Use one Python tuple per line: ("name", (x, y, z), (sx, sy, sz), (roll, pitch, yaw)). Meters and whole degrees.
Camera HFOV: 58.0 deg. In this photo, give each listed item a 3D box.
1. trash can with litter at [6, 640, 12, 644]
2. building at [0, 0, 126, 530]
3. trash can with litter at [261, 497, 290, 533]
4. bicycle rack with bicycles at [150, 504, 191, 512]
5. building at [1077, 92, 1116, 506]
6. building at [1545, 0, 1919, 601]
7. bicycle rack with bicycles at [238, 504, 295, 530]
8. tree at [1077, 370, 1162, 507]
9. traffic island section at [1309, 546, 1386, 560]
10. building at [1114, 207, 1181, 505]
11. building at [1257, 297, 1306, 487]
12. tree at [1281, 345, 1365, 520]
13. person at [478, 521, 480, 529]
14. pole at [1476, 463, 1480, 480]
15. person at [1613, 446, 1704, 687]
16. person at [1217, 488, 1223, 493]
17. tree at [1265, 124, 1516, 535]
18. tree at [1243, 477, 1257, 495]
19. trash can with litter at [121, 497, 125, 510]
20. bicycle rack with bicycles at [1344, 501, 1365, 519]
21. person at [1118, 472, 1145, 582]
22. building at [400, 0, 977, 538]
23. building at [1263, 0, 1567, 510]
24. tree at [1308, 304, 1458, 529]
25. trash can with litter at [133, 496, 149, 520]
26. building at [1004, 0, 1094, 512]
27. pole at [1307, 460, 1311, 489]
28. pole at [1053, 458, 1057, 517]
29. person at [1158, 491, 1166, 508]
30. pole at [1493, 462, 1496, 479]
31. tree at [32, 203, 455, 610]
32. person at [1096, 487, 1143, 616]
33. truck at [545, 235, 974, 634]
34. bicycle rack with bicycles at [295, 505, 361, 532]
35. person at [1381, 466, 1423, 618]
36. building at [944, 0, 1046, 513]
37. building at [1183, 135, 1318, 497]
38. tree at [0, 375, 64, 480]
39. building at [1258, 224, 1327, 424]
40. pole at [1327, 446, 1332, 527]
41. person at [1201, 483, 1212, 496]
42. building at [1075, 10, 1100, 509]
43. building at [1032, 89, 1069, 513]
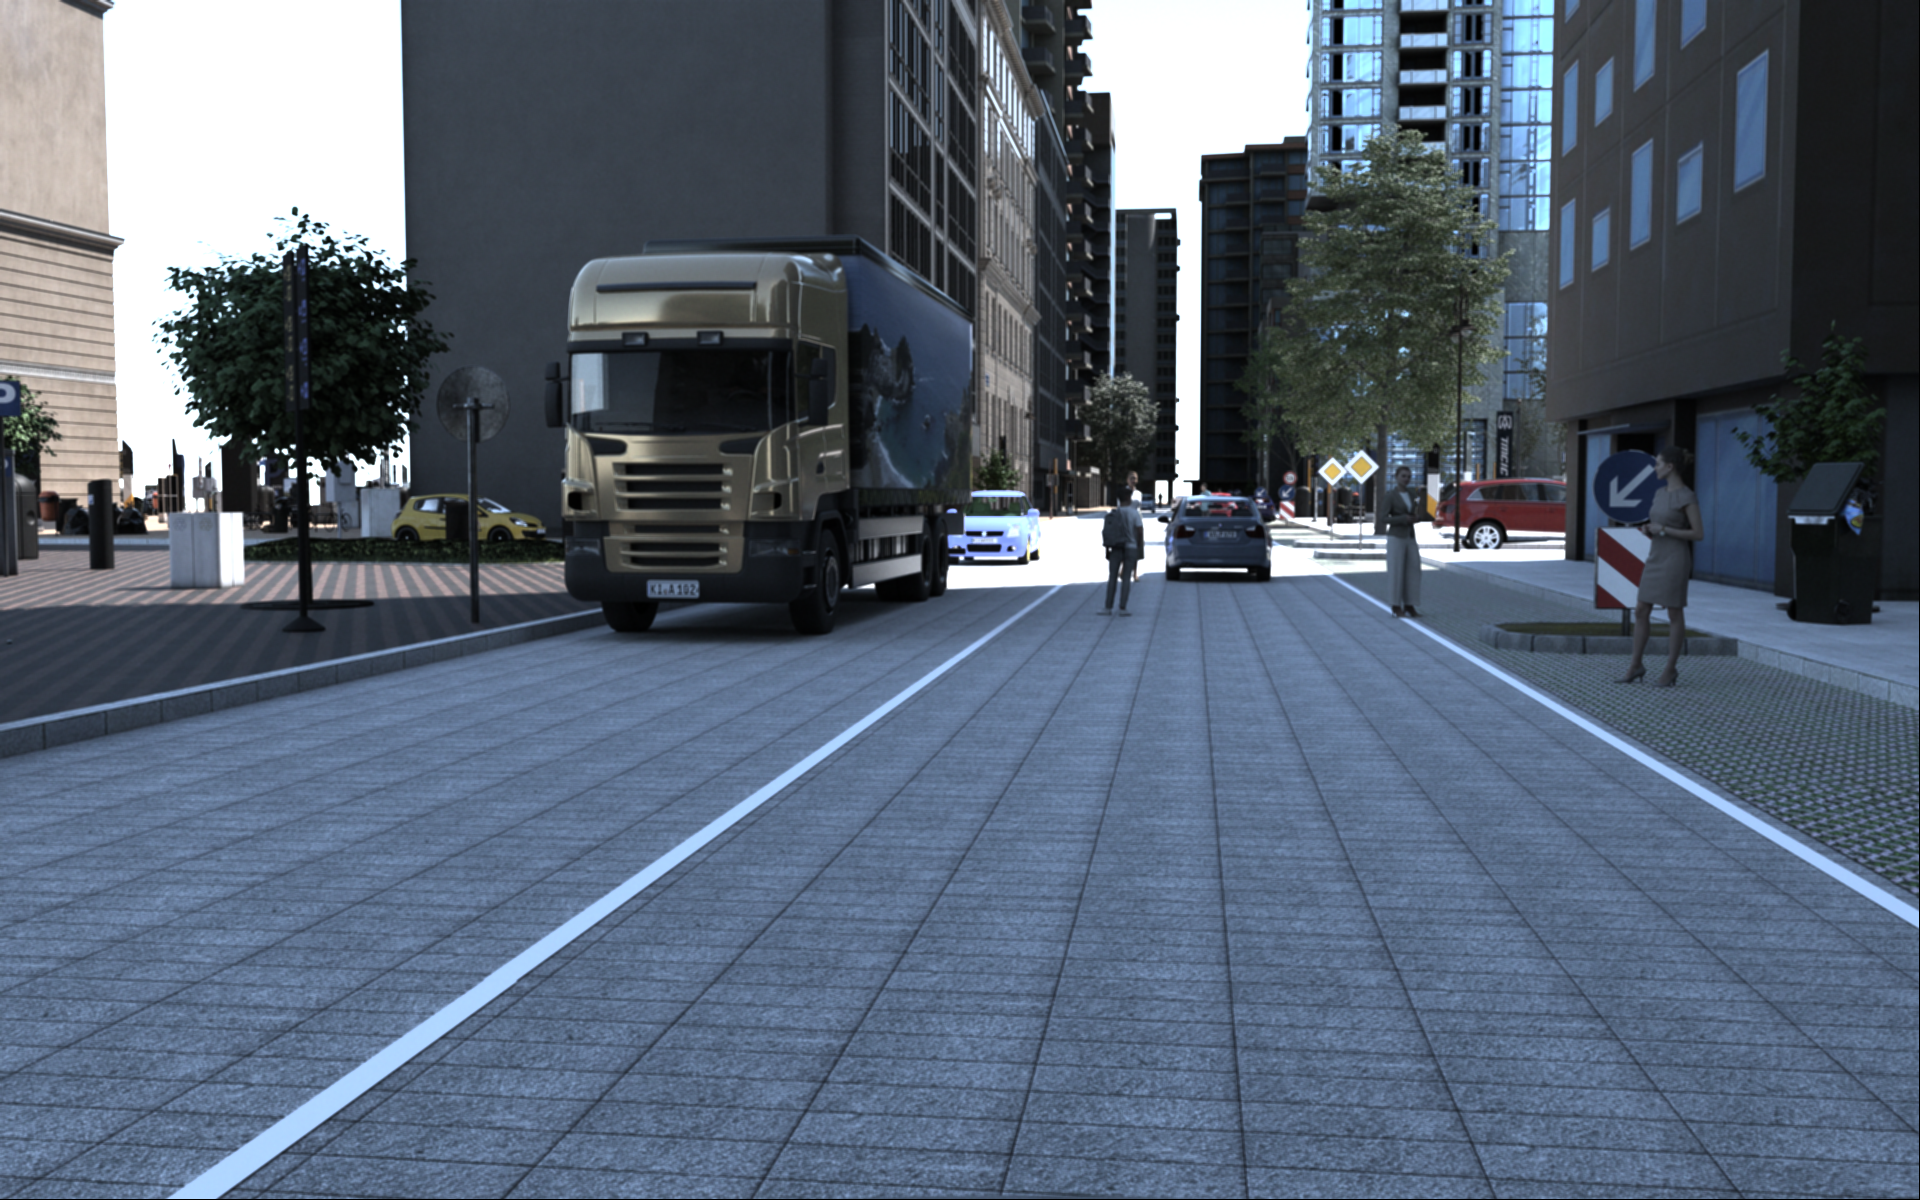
("trash can with litter", (-9.224, -0.255, 15.228), (1.678, 1.210, 2.233), (-2, 4, -24))
("building", (-42.367, -16.770, 60.087), (20.117, 28.700, 13.634), (0, 4, 8))
("trash can with litter", (-22.601, -2.794, 57.064), (1.055, 1.170, 0.624), (2, 4, 25))
("bicycle rack with bicycles", (-50.880, -6.003, 111.537), (2.925, 0.926, 2.852), (0, 4, 7))
("building", (9.667, -33.059, 190.625), (14.200, 45.320, 14.600), (0, 4, 8))
("building", (17.526, -22.945, 25.263), (14.600, 45.320, 14.200), (0, 4, 8))
("bicycle rack with bicycles", (-24.844, -2.978, 62.075), (2.925, 0.926, 2.852), (0, 4, -7))
("tree", (15.907, -16.611, 178.239), (9.857, 13.997, 8.962), (0, 3, 0))
("traffic island section", (8.993, -1.012, 38.821), (2.009, 0.180, 2.903), (0, 4, 8))
("building", (16.192, -32.456, 222.538), (23.993, 40.220, 32.217), (0, 4, 8))
("building", (42.846, -19.548, 164.650), (27.650, 21.520, 28.899), (0, 4, 8))
("tree", (17.459, -8.179, 84.081), (4.360, 8.622, 3.978), (0, 3, 0))
("person", (-12.393, -1.853, 43.817), (0.505, 1.210, 0.382), (-1, 4, -16))
("pole", (34.383, -7.413, 115.051), (0.158, 3.312, 0.155), (0, 3, 0))
("person", (5.168, -0.242, 12.790), (0.374, 1.781, 0.599), (-1, 4, -17))
("person", (17.133, -6.486, 114.458), (0.656, 1.842, 0.836), (-1, 4, -14))
("tree", (13.519, -8.286, 53.607), (7.486, 12.596, 7.792), (0, 3, 0))
("tree", (33.058, -12.415, 197.589), (1.663, 3.219, 1.824), (0, 3, 0))
("trash can with litter", (-34.672, -3.627, 70.691), (1.055, 1.170, 0.624), (-1, 4, -19))
("bicycle rack with bicycles", (20.867, -4.621, 88.934), (2.925, 0.926, 2.852), (-1, 4, -17))
("person", (2.791, -1.214, 28.579), (0.478, 1.798, 0.641), (-1, 4, -10))
("building", (-7.661, -16.362, 61.032), (14.314, 27.812, 24.014), (0, 4, 8))
("building", (35.774, -50.200, 133.448), (22.319, 86.520, 31.000), (0, 4, 8))
("tree", (15.016, -6.909, 63.329), (4.737, 8.622, 4.395), (0, 3, 0))
("trash can with litter", (-40.433, -4.516, 85.217), (0.624, 1.170, 1.055), (0, 4, 1))
("building", (-0.900, -29.579, 138.233), (22.147, 44.769, 28.867), (0, 4, 8))
("pole", (20.697, -6.657, 102.681), (0.158, 3.312, 0.155), (0, 3, 0))
("pole", (5.428, -6.400, 98.482), (0.158, 3.312, 0.155), (0, 3, 0))
("person", (20.824, -10.372, 178.610), (0.750, 1.759, 0.617), (-1, 4, -17))
("pole", (34.292, -7.170, 111.079), (0.158, 3.312, 0.155), (0, 3, 0))
("tree", (-7.434, -2.208, 19.808), (4.285, 4.588, 4.351), (0, 3, 0))
("person", (1.878, -0.571, 20.424), (0.503, 1.515, 0.523), (-1, 4, -19))
("truck", (-1.912, -1.976, 21.214), (2.839, 4.237, 11.283), (1, 4, 9))
("bicycle rack with bicycles", (-20.712, -2.824, 59.553), (2.852, 0.926, 2.925), (0, 4, 5))
("person", (5.133, -0.671, 20.026), (0.519, 1.759, 0.362), (-2, 4, -28))
("building", (-3.039, -17.609, 85.162), (12.463, 27.353, 25.104), (0, 4, 8))
("building", (42.296, -34.233, 214.326), (28.867, 44.769, 22.147), (0, 4, 8))
("tree", (-22.750, -3.464, 40.349), (4.285, 4.588, 4.351), (0, 3, 0))
("building", (39.230, -25.371, 186.509), (14.160, 30.474, 14.107), (0, 4, 8))
("pole", (14.592, -4.552, 68.266), (0.158, 3.312, 0.155), (0, 3, 0))
("person", (8.844, -3.260, 61.826), (0.620, 1.820, 0.660), (-2, 4, -35))
("building", (2.814, -44.321, 162.892), (20.563, 71.187, 20.611), (0, 4, 8))
("building", (-1.073, -19.342, 109.756), (14.314, 27.812, 24.014), (0, 4, 8))
